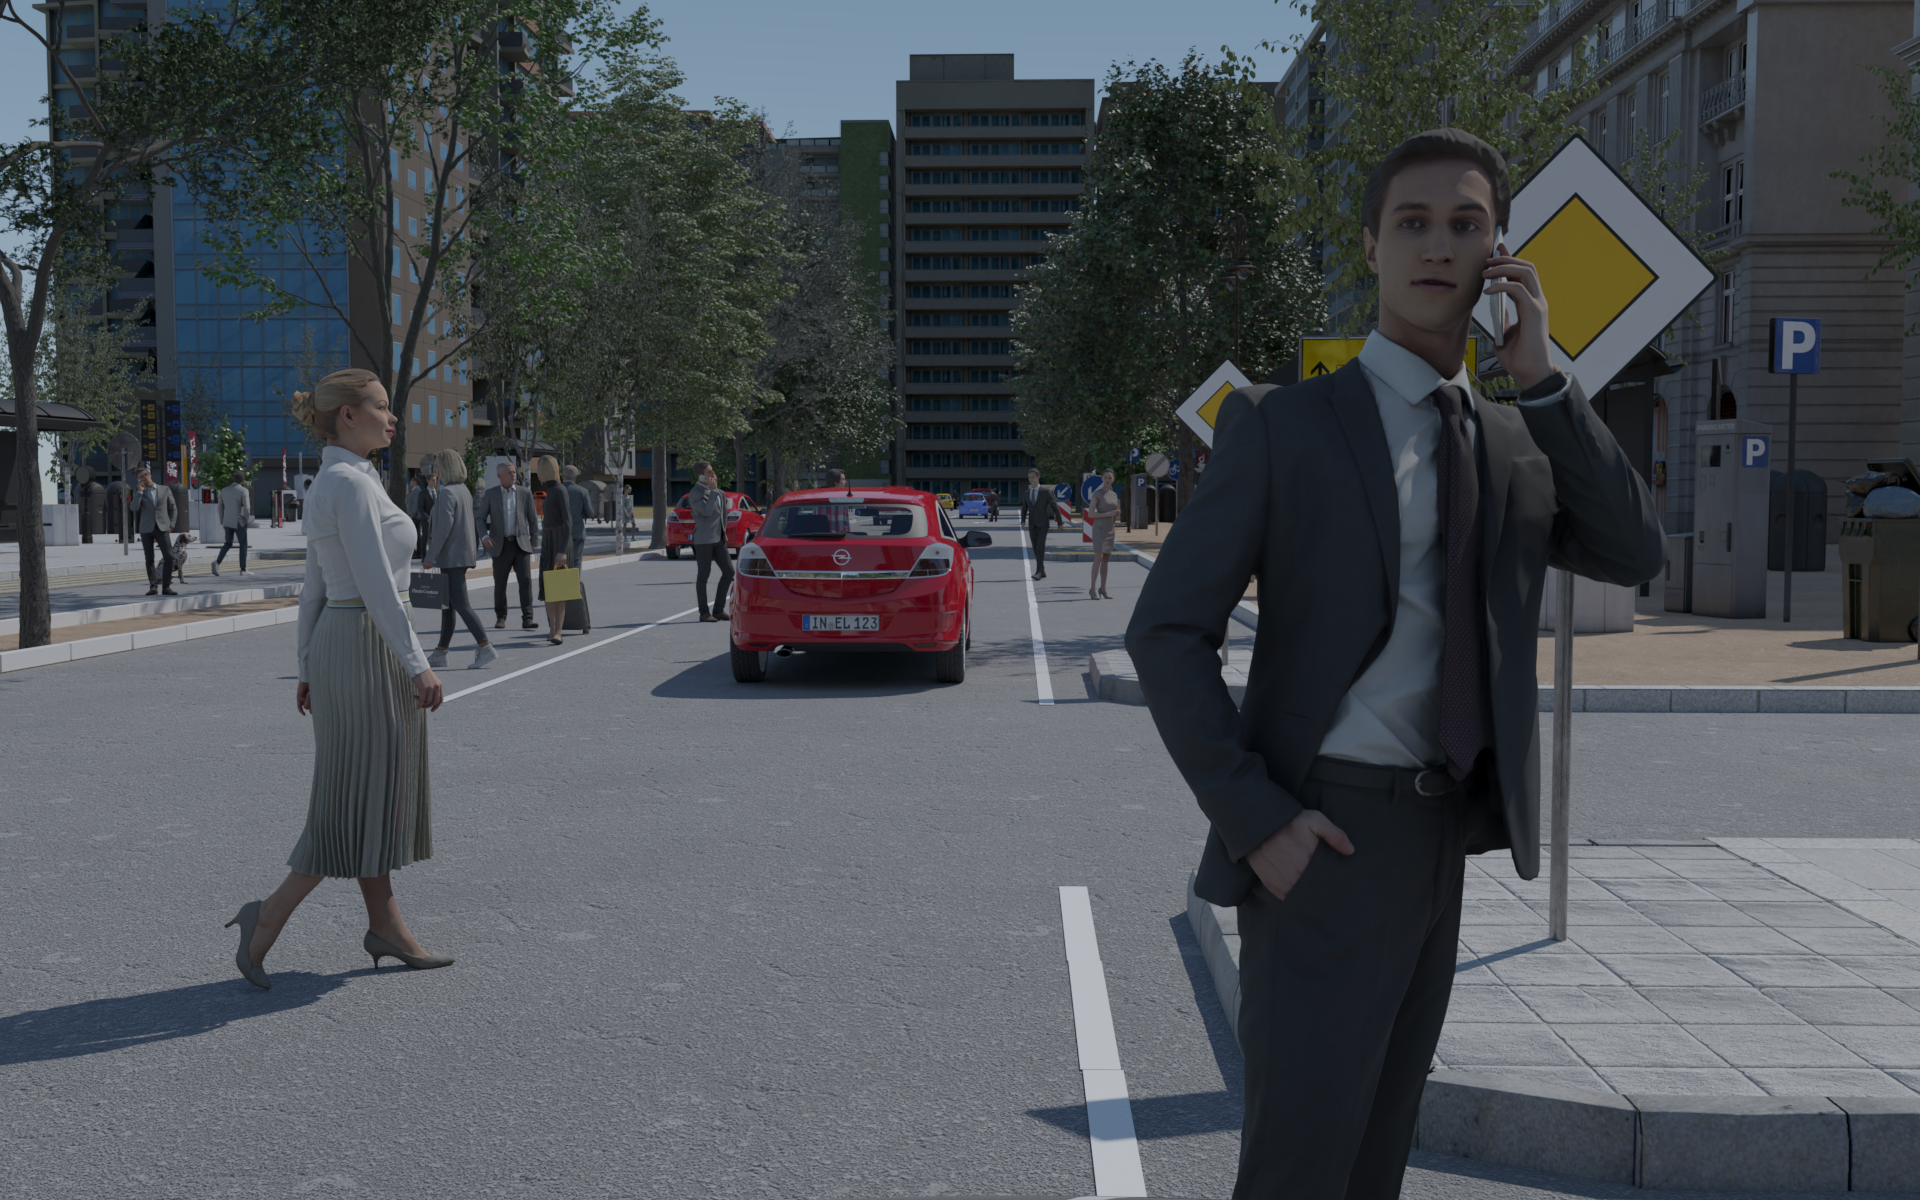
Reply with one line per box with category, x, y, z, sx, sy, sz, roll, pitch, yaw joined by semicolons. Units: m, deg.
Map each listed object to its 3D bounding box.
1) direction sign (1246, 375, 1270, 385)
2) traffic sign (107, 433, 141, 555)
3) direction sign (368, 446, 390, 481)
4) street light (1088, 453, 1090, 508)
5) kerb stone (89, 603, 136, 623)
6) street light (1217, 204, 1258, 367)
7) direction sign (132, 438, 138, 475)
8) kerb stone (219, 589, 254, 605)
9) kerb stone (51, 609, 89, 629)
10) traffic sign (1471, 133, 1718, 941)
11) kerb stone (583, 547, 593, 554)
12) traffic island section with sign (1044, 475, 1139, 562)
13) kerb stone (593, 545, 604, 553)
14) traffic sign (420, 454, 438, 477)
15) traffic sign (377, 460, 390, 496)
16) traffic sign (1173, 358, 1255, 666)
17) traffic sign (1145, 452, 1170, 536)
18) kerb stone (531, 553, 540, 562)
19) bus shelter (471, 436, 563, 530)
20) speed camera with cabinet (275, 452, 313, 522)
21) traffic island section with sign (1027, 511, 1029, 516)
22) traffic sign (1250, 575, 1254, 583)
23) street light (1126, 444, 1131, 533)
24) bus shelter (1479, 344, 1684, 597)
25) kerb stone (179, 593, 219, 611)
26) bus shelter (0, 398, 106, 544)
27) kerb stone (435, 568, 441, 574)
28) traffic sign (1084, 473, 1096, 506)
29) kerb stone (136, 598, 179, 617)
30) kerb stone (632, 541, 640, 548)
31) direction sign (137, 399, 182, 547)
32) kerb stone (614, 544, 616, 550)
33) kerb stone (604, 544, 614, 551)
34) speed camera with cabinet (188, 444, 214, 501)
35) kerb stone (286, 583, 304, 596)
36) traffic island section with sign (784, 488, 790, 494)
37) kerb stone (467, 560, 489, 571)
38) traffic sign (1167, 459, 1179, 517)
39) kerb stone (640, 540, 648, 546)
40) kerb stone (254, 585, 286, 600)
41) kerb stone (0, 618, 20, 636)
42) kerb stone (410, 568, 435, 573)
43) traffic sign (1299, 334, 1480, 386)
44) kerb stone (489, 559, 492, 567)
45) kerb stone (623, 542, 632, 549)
direction sign;5.757;-2.517;33.150;0.876;3.537;0.379;-2;4;-30
traffic sign;-17.433;-2.203;36.132;0.768;2.556;0.104;1;4;9
direction sign;-19.344;-4.027;57.833;0.876;3.537;0.379;1;4;15
street light;6.480;-6.958;86.545;0.468;5.910;1.993;0;4;2
kerb stone;-9.634;0.163;19.538;0.120;0.150;1.000;0;4;2
street light;4.464;-3.378;28.014;0.468;5.910;1.993;0;4;2
direction sign;-33.249;-4.785;70.238;0.876;3.537;0.379;2;4;26
kerb stone;-9.532;-0.025;22.606;0.120;0.150;1.000;0;4;2
kerb stone;-9.668;0.228;18.517;0.120;0.150;1.000;0;4;2
traffic sign;1.720;-0.079;4.928;0.795;2.450;0.064;0;4;2
kerb stone;-8.931;-1.150;41.049;0.120;0.150;1.000;0;4;2
traffic island section with sign;2.825;-1.770;37.570;1.989;1.847;2.006;0;4;2
kerb stone;-8.892;-1.216;42.073;0.120;0.150;1.000;0;4;2
traffic sign;-16.628;-3.325;54.466;0.768;2.556;0.104;0;4;8
traffic sign;-20.316;-3.750;61.412;0.768;2.556;0.104;1;4;11
traffic sign;1.981;-0.567;12.909;0.795;2.450;0.064;0;4;2
traffic sign;6.046;-3.245;53.163;0.768;2.556;0.104;0;4;3
kerb stone;-9.055;-0.903;36.957;0.120;0.150;1.000;0;4;2
bus shelter;-16.244;-4.255;63.486;2.014;3.302;5.546;0;4;2
speed camera with cabinet;-31.211;-5.303;81.047;0.660;3.252;2.038;2;4;24
traffic island section with sign;5.341;-6.487;114.685;1.989;1.847;2.006;0;4;2
traffic sign;4.218;-1.521;24.974;0.768;2.556;0.104;1;4;10
street light;5.597;-5.167;57.275;0.468;5.910;1.993;0;4;2
bus shelter;7.921;-1.841;24.016;2.014;3.302;5.546;0;4;2
kerb stone;-9.562;0.037;21.584;0.120;0.150;1.000;0;4;2
bus shelter;-20.134;-2.572;35.975;2.014;3.302;5.546;0;4;2
kerb stone;-9.262;-0.527;30.811;0.120;0.150;1.000;0;4;2
traffic sign;6.309;-5.020;84.213;0.606;2.300;0.079;1;4;11
kerb stone;-9.606;0.100;20.562;0.120;0.150;1.000;0;4;2
kerb stone;-8.759;-1.464;46.164;0.120;0.150;1.000;0;4;2
direction sign;-19.203;-3.039;41.681;0.876;3.537;0.379;-2;4;-34
kerb stone;-8.825;-1.341;44.119;0.120;0.150;1.000;0;4;2
kerb stone;-8.862;-1.278;43.097;0.120;0.150;1.000;0;4;2
speed camera with cabinet;-30.420;-4.526;68.333;2.038;3.252;0.660;2;4;25
kerb stone;-9.469;-0.151;24.670;0.120;0.150;1.000;0;4;2
traffic island section with sign;-11.603;-6.541;115.574;1.989;1.847;2.006;0;4;2
kerb stone;-9.192;-0.652;32.860;0.120;0.150;1.000;0;4;2
traffic sign;7.879;-3.834;62.793;0.768;2.556;0.104;0;4;5
kerb stone;-8.727;-1.528;47.186;0.120;0.150;1.000;0;4;2
kerb stone;-9.495;-0.087;23.629;0.120;0.150;1.000;0;4;2
kerb stone;-9.702;0.288;17.489;0.120;0.150;1.000;0;4;2
kerb stone;-9.299;-0.464;29.790;0.120;0.150;1.000;0;4;2
traffic sign;5.491;-1.738;22.286;2.265;3.308;0.079;0;4;5
kerb stone;-9.169;-0.715;33.887;0.120;0.150;1.000;0;4;2
kerb stone;-8.794;-1.402;45.142;0.120;0.150;1.000;0;4;2
